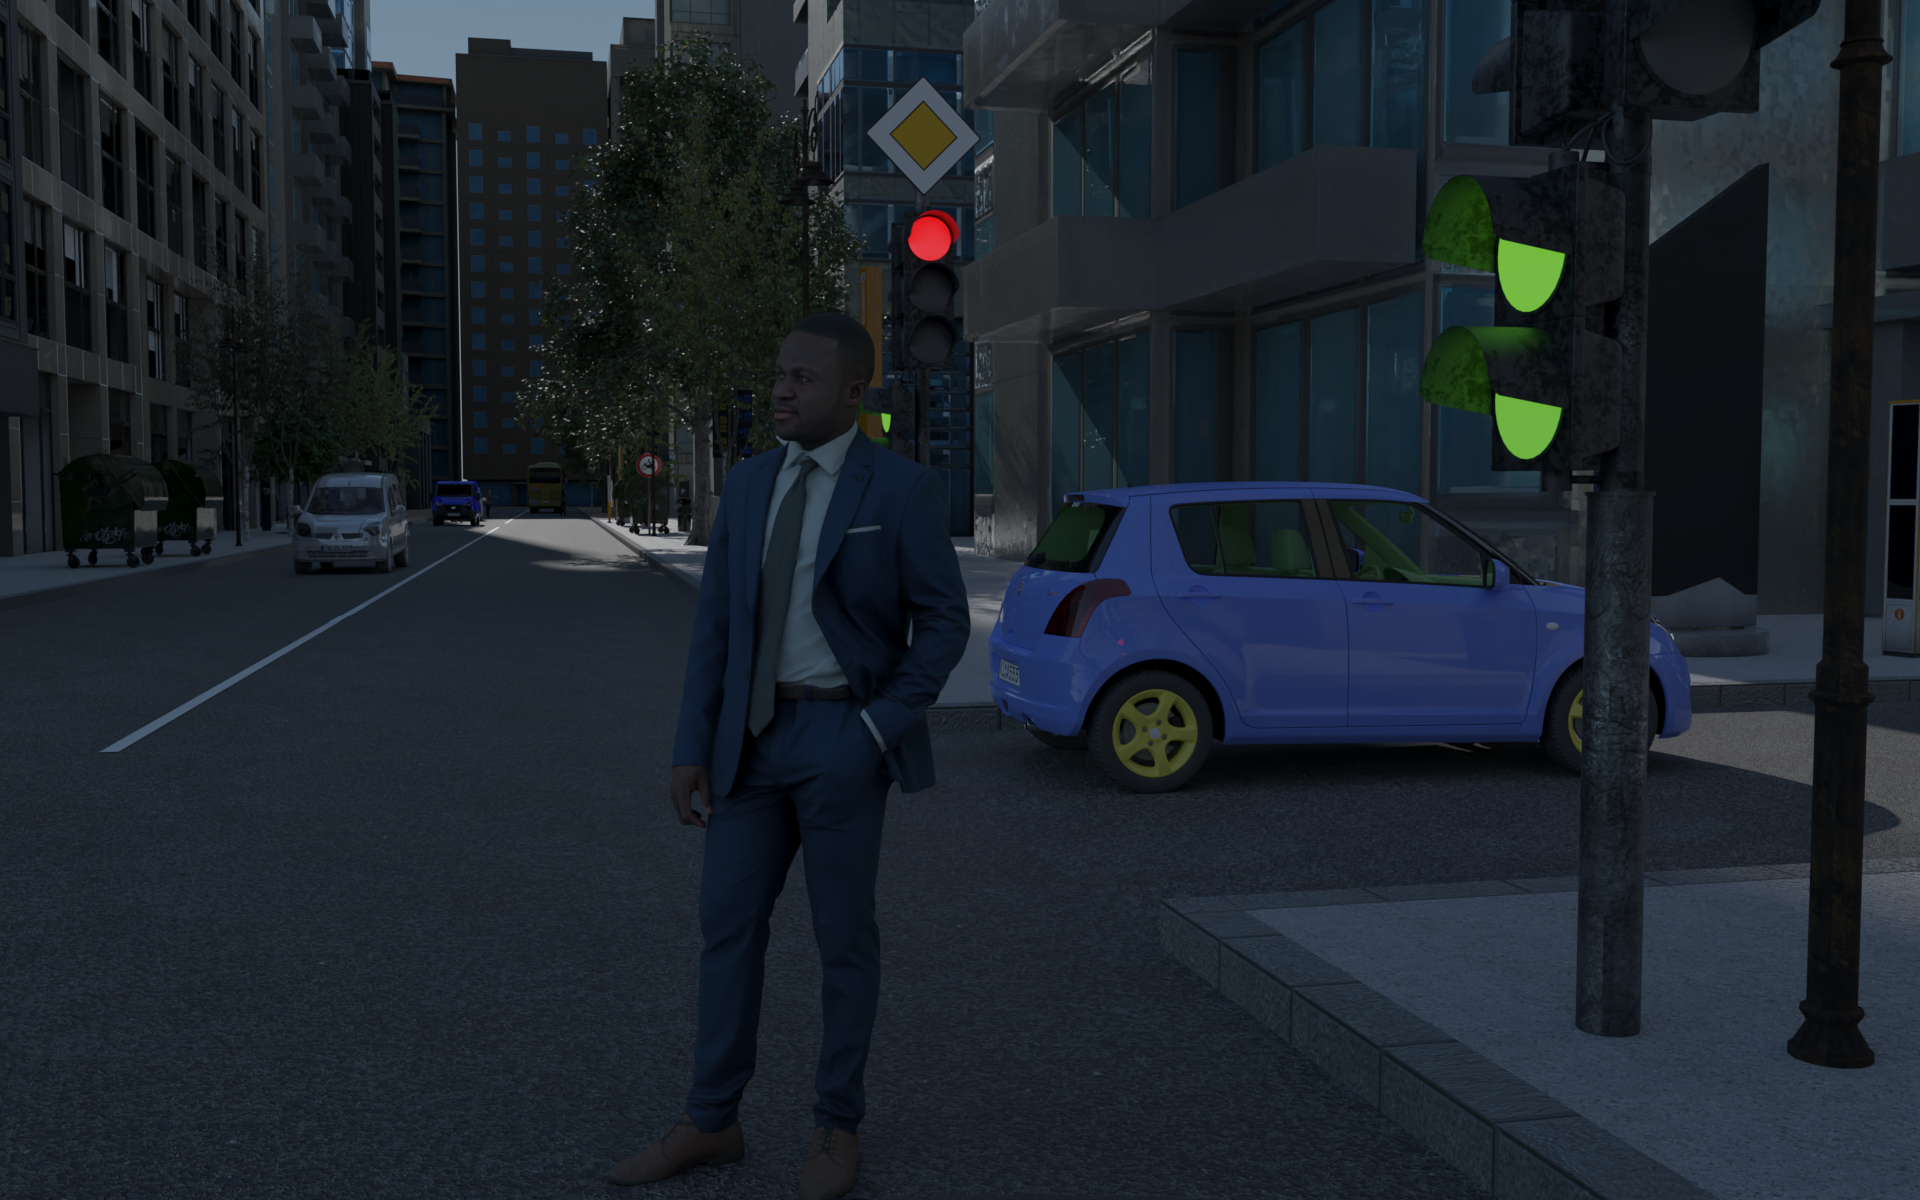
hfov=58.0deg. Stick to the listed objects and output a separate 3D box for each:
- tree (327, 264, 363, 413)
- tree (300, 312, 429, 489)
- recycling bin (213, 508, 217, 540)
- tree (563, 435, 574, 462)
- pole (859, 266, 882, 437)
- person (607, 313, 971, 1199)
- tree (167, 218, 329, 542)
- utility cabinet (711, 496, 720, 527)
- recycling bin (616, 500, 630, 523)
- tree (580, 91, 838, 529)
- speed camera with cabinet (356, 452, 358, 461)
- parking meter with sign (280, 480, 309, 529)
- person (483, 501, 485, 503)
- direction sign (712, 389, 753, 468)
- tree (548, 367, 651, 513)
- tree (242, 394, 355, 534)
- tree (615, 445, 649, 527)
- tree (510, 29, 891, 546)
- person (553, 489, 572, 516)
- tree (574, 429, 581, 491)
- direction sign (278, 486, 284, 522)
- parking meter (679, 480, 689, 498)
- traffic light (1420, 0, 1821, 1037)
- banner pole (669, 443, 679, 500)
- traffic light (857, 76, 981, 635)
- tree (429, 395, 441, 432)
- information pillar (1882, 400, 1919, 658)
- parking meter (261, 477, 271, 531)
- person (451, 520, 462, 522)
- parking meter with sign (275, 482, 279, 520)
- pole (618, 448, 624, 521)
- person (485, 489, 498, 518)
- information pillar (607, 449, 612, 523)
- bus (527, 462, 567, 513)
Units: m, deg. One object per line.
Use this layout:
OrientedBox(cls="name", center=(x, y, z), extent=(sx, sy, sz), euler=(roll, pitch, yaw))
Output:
OrientedBox(cls="tree", center=(-19.948, -6.187, 51.525), extent=(4.360, 8.622, 3.978), euler=(0, 3, 0))
OrientedBox(cls="tree", center=(-24.971, -7.388, 71.151), extent=(4.737, 8.622, 4.395), euler=(0, 3, 0))
OrientedBox(cls="recycling bin", center=(-21.304, -2.200, 48.524), extent=(0.722, 1.027, 0.722), euler=(0, 4, -5))
OrientedBox(cls="tree", center=(-20.964, -9.398, 104.019), extent=(4.737, 8.622, 4.395), euler=(0, 3, 0))
OrientedBox(cls="pole", center=(-0.806, -1.335, 15.678), extent=(0.158, 3.312, 0.155), euler=(0, 3, 0))
OrientedBox(cls="person", center=(-0.337, 0.309, 3.629), extent=(0.721, 1.800, 0.419), euler=(1, 4, 17))
OrientedBox(cls="tree", center=(-19.326, -5.890, 46.663), extent=(4.360, 8.622, 3.978), euler=(0, 3, 0))
OrientedBox(cls="utility cabinet", center=(-8.055, -2.764, 56.347), extent=(0.306, 1.237, 1.020), euler=(0, 4, 6))
OrientedBox(cls="recycling bin", center=(-14.880, -3.943, 77.020), extent=(0.722, 1.027, 0.722), euler=(0, 4, 1))
OrientedBox(cls="tree", center=(-4.302, -4.992, 31.989), extent=(4.737, 8.622, 4.395), euler=(0, 3, 0))
OrientedBox(cls="speed camera with cabinet", center=(-26.636, -4.908, 74.575), extent=(2.038, 3.252, 0.660), euler=(1, 4, 17))
OrientedBox(cls="parking meter with sign", center=(-24.098, -4.090, 63.131), extent=(0.543, 3.016, 1.738), euler=(-3, 5, -43))
OrientedBox(cls="person", center=(-29.678, -5.959, 106.028), extent=(0.705, 1.812, 1.348), euler=(2, 4, 32))
OrientedBox(cls="direction sign", center=(-4.914, -2.780, 37.457), extent=(0.876, 3.537, 0.379), euler=(-1, 4, -21))
OrientedBox(cls="tree", center=(-24.610, -12.200, 117.602), extent=(7.486, 12.596, 7.792), euler=(0, 3, 0))
OrientedBox(cls="tree", center=(-21.568, -4.452, 56.496), extent=(4.285, 4.588, 4.351), euler=(0, 3, 0))
OrientedBox(cls="tree", center=(-12.406, -4.435, 67.115), extent=(1.663, 3.219, 1.824), euler=(0, 3, 0))
OrientedBox(cls="tree", center=(-6.352, -7.716, 43.158), extent=(9.611, 12.733, 9.660), euler=(0, 3, 0))
OrientedBox(cls="person", center=(-25.668, -6.281, 111.907), extent=(1.217, 1.735, 0.721), euler=(-2, 4, -25))
OrientedBox(cls="tree", center=(-11.573, -6.904, 63.250), extent=(4.737, 8.622, 4.395), euler=(0, 3, 0))
OrientedBox(cls="direction sign", center=(-30.815, -5.281, 78.347), extent=(0.379, 3.537, 0.876), euler=(0, 4, -6))
OrientedBox(cls="parking meter", center=(-11.588, -4.101, 72.770), extent=(0.399, 1.863, 0.255), euler=(1, 4, 18))
OrientedBox(cls="traffic light", center=(1.537, -0.925, 4.042), extent=(0.839, 4.253, 0.868), euler=(-1, 4, -13))
OrientedBox(cls="banner pole", center=(-14.040, -5.823, 85.227), extent=(0.863, 3.779, 0.401), euler=(3, 4, 36))
OrientedBox(cls="traffic light", center=(-0.277, -1.400, 11.819), extent=(0.839, 4.253, 0.868), euler=(-1, 4, -13))
OrientedBox(cls="tree", center=(-27.781, -8.185, 84.191), extent=(4.737, 8.622, 4.395), euler=(0, 3, 0))
OrientedBox(cls="information pillar", center=(7.526, -0.560, 13.648), extent=(0.304, 2.012, 0.304), euler=(-2, 4, -24))
OrientedBox(cls="parking meter", center=(-24.156, -3.338, 60.280), extent=(0.255, 1.863, 0.399), euler=(-2, 4, -32))
OrientedBox(cls="person", center=(-25.525, -4.841, 87.526), extent=(0.599, 1.838, 0.709), euler=(2, 4, 26))
OrientedBox(cls="parking meter with sign", center=(-31.110, -5.074, 79.225), extent=(1.738, 3.016, 0.543), euler=(-1, 4, -23))
OrientedBox(cls="pole", center=(-13.835, -4.703, 70.734), extent=(0.158, 3.312, 0.155), euler=(0, 3, 0))
OrientedBox(cls="person", center=(-27.934, -5.764, 103.271), extent=(0.750, 1.759, 0.617), euler=(-1, 4, -19))
OrientedBox(cls="information pillar", center=(-15.534, -5.219, 76.693), extent=(0.183, 3.616, 0.504), euler=(0, 4, -5))
OrientedBox(cls="bus", center=(-31.724, -8.655, 133.057), extent=(2.896, 3.916, 12.252), euler=(-1, 4, -12))
